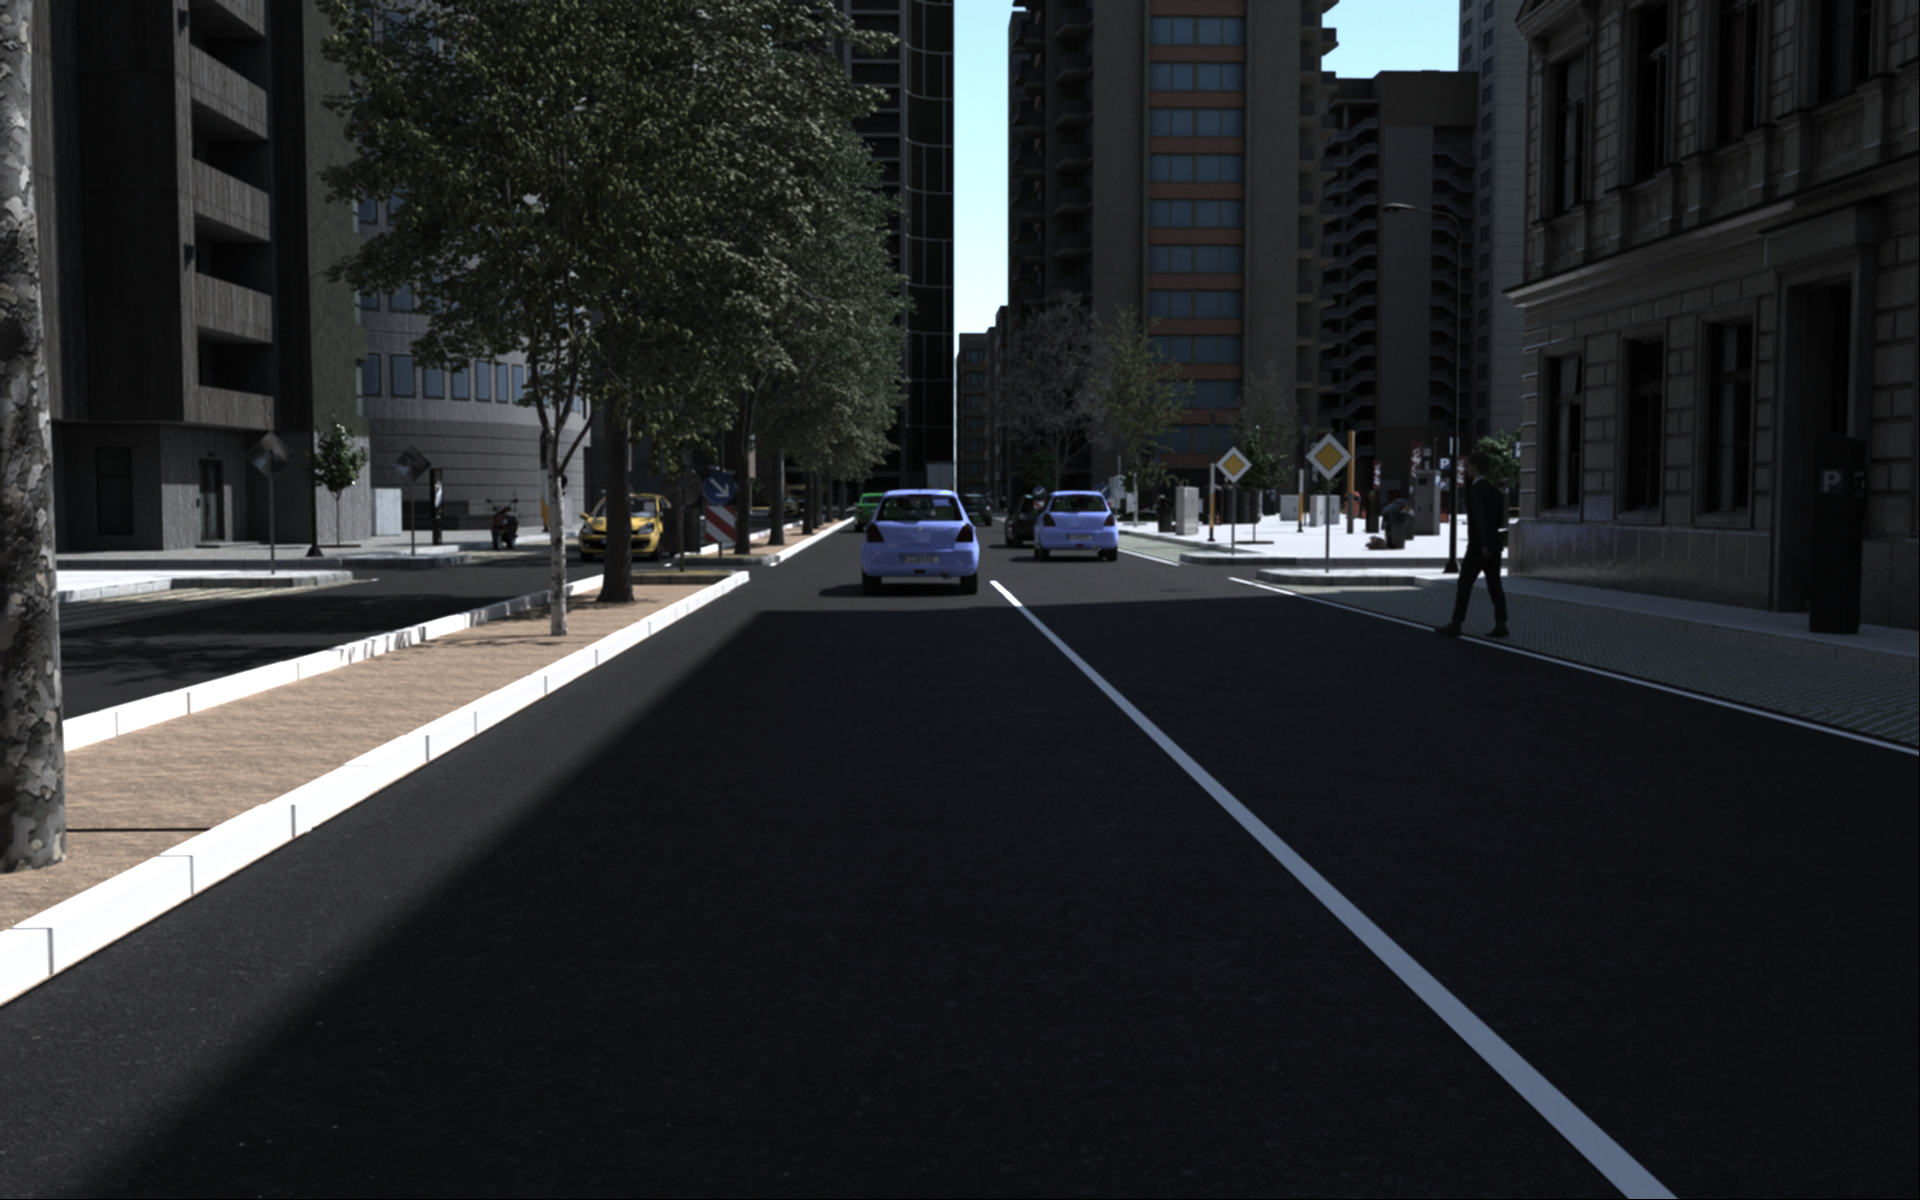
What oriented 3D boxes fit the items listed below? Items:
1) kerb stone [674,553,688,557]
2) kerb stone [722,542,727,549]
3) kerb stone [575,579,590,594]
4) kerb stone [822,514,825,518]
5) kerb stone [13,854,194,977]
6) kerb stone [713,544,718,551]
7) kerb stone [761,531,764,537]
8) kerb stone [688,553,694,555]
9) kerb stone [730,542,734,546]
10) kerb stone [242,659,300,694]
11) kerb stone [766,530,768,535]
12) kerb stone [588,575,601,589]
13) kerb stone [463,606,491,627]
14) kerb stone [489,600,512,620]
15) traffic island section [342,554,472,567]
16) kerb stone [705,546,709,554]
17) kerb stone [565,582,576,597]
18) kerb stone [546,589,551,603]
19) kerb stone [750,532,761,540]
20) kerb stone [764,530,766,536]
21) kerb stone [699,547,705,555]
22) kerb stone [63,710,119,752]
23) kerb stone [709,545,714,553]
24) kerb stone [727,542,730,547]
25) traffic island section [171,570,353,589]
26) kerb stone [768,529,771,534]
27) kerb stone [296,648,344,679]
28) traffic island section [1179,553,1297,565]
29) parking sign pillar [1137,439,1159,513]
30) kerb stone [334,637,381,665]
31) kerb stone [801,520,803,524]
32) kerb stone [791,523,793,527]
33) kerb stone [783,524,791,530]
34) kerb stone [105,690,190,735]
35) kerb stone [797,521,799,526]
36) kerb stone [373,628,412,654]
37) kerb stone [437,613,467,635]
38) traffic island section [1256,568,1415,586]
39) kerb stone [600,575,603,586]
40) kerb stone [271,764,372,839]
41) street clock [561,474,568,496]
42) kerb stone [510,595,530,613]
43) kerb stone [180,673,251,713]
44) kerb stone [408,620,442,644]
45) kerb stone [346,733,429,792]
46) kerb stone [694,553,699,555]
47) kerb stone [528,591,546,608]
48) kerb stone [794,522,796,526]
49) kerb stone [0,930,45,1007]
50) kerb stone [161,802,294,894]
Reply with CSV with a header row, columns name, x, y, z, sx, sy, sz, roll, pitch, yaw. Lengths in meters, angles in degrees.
name,x,y,z,sx,sy,sz,roll,pitch,yaw
kerb stone,-5.964,-0.895,36.834,0.120,0.150,1.000,0,4,-2
kerb stone,-6.241,-1.393,45.031,0.120,0.150,1.000,0,4,-2
kerb stone,-5.547,-0.175,25.056,0.120,0.150,1.000,0,4,-2
kerb stone,-8.500,-5.345,109.582,0.120,0.150,1.000,0,4,-2
kerb stone,-2.768,1.015,5.634,0.120,0.150,1.000,0,4,-2
kerb stone,-6.173,-1.272,42.987,0.120,0.150,1.000,0,4,-2
kerb stone,-6.680,-2.147,57.302,0.120,0.150,1.000,0,4,-2
kerb stone,-5.996,-0.948,37.867,0.120,0.150,1.000,0,4,-2
kerb stone,-6.308,-1.517,47.080,0.120,0.150,1.000,0,4,-2
kerb stone,-5.114,0.578,12.754,0.120,0.150,1.000,0,4,-2
kerb stone,-6.749,-2.273,59.358,0.120,0.150,1.000,0,4,-2
kerb stone,-5.585,-0.237,26.077,0.120,0.150,1.000,0,4,-2
kerb stone,-5.327,0.202,18.892,0.120,0.150,1.000,0,4,-2
kerb stone,-5.360,0.139,19.918,0.120,0.150,1.000,0,4,-2
traffic island section,-11.262,-0.815,35.610,2.009,0.180,2.903,0,4,-2
kerb stone,-6.102,-1.147,40.942,0.120,0.150,1.000,0,4,-2
kerb stone,-5.510,-0.110,24.022,0.120,0.150,1.000,0,4,-2
kerb stone,-5.462,-0.046,22.997,0.120,0.150,1.000,0,4,-2
kerb stone,-6.637,-2.077,56.276,0.120,0.150,1.000,0,4,-2
kerb stone,-6.713,-2.205,58.330,0.120,0.150,1.000,0,4,-2
kerb stone,-6.065,-1.084,39.920,0.120,0.150,1.000,0,4,-2
kerb stone,-5.006,0.765,9.683,0.120,0.150,1.000,0,4,-2
kerb stone,-6.133,-1.206,41.966,0.120,0.150,1.000,0,4,-2
kerb stone,-6.286,-1.455,46.052,0.120,0.150,1.000,0,4,-2
traffic island section,-10.983,-0.327,27.630,2.009,0.180,2.903,0,4,-2
kerb stone,-6.781,-2.336,60.388,0.120,0.150,1.000,0,4,-2
kerb stone,-5.148,0.520,13.783,0.120,0.150,1.000,0,4,-2
traffic island section,5.720,-0.851,36.197,2.009,0.180,2.903,0,4,-2
parking sign pillar,9.325,-5.973,86.124,1.447,3.967,1.447,-2,4,-33
kerb stone,-5.187,0.452,14.804,0.120,0.150,1.000,0,4,-2
kerb stone,-7.459,-3.526,79.838,0.120,0.150,1.000,0,4,-2
kerb stone,-7.212,-3.087,72.665,0.120,0.150,1.000,0,4,-2
kerb stone,-7.175,-3.024,71.644,0.120,0.150,1.000,0,4,-2
kerb stone,-5.046,0.702,10.711,0.120,0.150,1.000,0,4,-2
kerb stone,-7.354,-3.338,76.770,0.120,0.150,1.000,0,4,-2
kerb stone,-5.229,0.390,15.827,0.120,0.150,1.000,0,4,-2
kerb stone,-5.295,0.265,17.870,0.120,0.150,1.000,0,4,-2
traffic island section,5.999,-0.363,28.217,2.009,0.180,2.903,0,4,-2
kerb stone,-5.617,-0.300,27.101,0.120,0.150,1.000,0,4,-2
kerb stone,-2.836,0.892,7.685,0.120,0.150,1.000,0,4,-2
street clock,-14.221,-3.492,61.666,0.471,2.002,0.358,0,4,4
kerb stone,-5.403,0.076,20.953,0.120,0.150,1.000,0,4,-2
kerb stone,-5.072,0.640,11.733,0.120,0.150,1.000,0,4,-2
kerb stone,-5.258,0.328,16.849,0.120,0.150,1.000,0,4,-2
kerb stone,-2.881,0.825,8.706,0.120,0.150,1.000,0,4,-2
kerb stone,-6.029,-1.017,38.898,0.120,0.150,1.000,0,4,-2
kerb stone,-5.443,0.014,21.974,0.120,0.150,1.000,0,4,-2
kerb stone,-7.286,-3.212,74.709,0.120,0.150,1.000,0,4,-2
kerb stone,-2.734,1.078,4.613,0.120,0.150,1.000,0,4,-2
kerb stone,-2.806,0.950,6.657,0.120,0.150,1.000,0,4,-2
